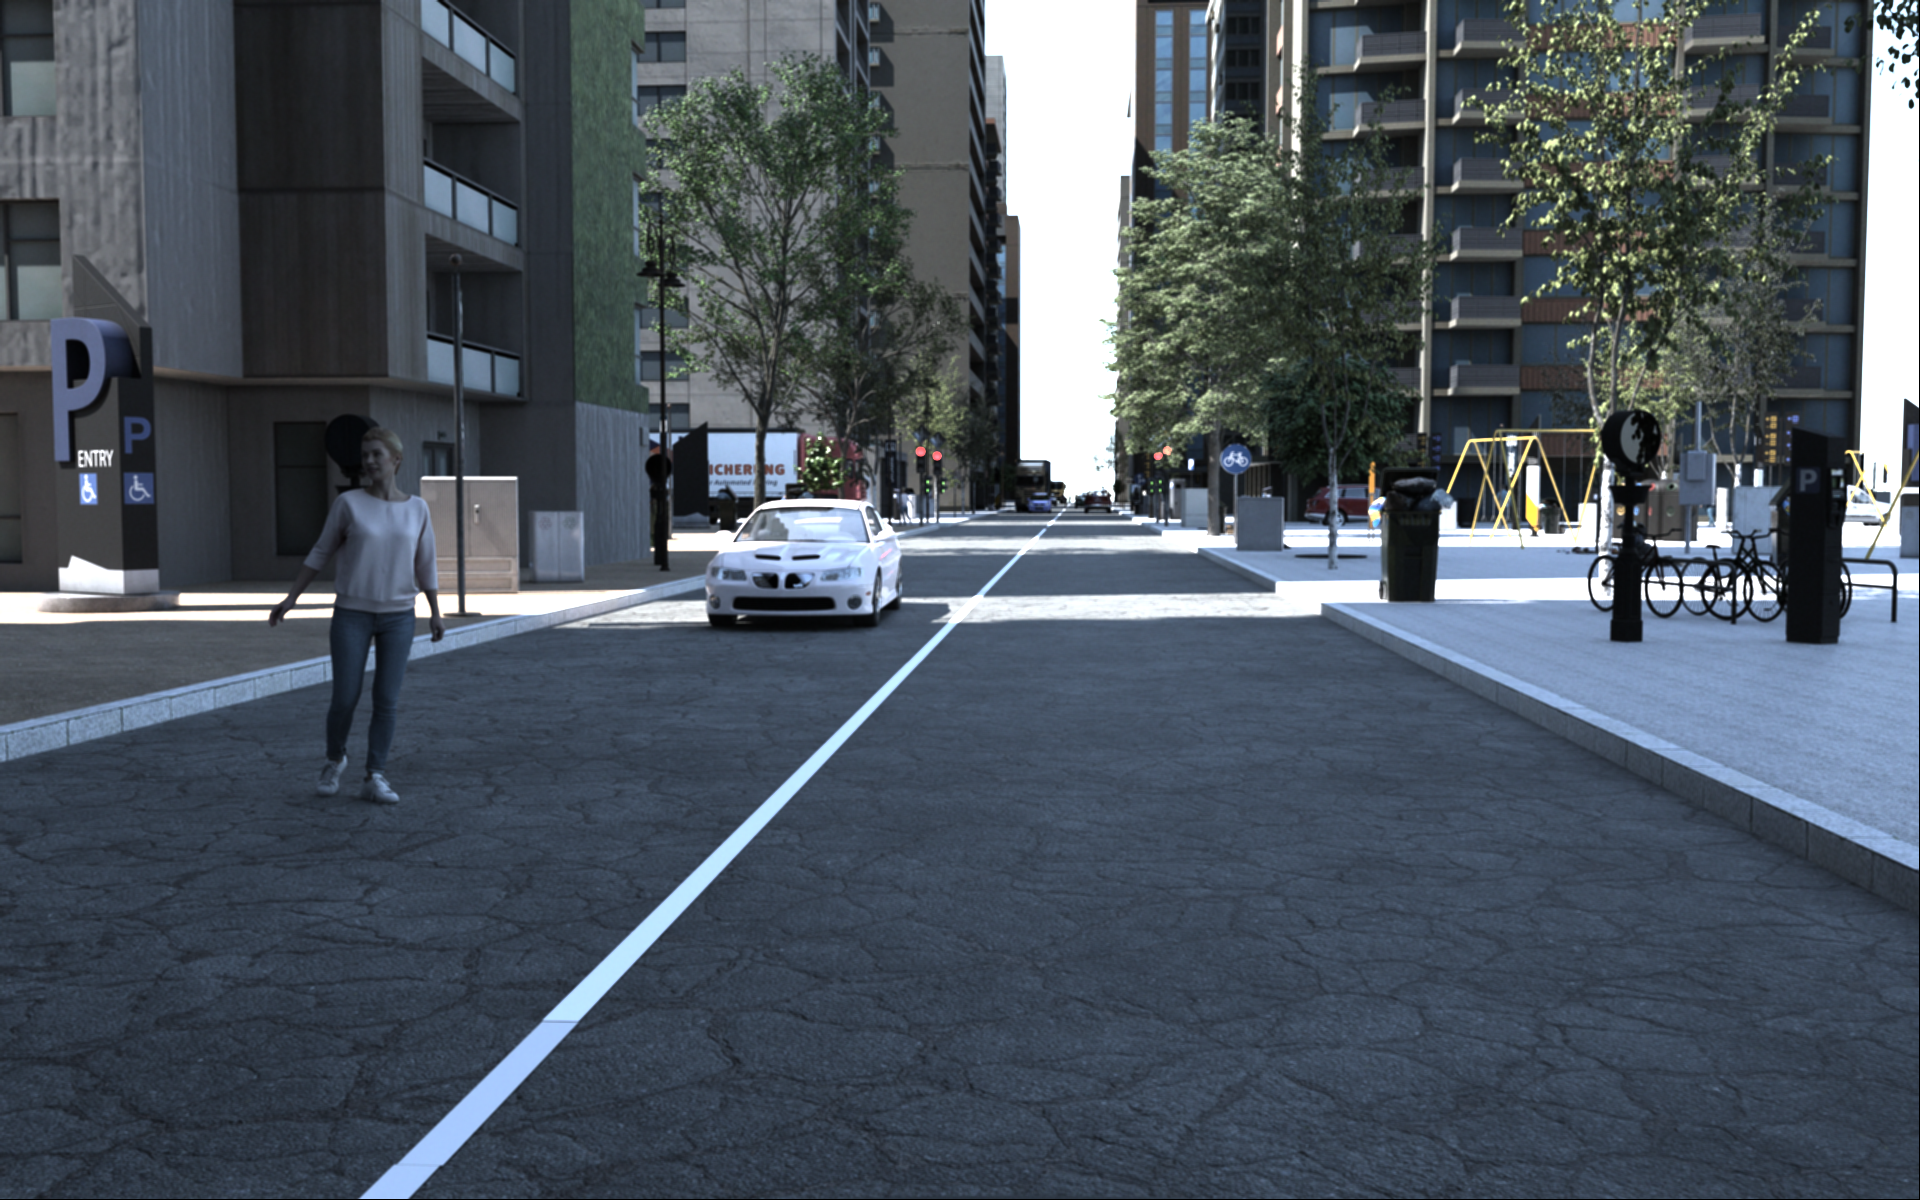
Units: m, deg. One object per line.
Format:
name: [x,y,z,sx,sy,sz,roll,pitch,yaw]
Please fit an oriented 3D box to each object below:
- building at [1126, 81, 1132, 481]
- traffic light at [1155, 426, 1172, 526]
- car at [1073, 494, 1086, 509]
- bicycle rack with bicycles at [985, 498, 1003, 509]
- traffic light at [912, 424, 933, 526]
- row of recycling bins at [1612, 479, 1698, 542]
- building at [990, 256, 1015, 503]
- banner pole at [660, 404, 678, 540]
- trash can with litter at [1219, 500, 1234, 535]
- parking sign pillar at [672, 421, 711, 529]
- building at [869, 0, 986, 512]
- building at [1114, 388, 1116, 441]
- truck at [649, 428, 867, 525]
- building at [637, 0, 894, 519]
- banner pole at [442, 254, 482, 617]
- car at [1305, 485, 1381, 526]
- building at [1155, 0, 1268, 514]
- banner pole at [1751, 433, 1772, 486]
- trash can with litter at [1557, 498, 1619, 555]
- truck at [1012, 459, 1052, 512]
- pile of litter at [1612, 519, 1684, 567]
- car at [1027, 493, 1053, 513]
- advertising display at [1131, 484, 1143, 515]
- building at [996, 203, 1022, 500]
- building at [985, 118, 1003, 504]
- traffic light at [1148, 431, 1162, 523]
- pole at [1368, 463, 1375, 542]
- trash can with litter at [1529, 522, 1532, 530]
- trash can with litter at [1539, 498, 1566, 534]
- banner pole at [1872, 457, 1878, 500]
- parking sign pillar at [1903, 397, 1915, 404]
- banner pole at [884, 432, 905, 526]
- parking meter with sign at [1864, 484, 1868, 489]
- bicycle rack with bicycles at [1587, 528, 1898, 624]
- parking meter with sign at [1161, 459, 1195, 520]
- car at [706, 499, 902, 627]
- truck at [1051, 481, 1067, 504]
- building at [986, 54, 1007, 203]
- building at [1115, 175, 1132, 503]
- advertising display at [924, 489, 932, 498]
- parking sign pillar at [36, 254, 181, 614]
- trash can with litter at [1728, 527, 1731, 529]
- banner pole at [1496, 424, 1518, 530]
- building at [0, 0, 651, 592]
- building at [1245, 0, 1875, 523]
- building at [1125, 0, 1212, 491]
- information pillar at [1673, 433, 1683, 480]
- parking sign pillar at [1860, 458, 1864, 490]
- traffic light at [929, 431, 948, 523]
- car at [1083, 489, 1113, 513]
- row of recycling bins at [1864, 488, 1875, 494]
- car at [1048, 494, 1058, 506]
building: [34.796,-37.978,210.174,28.713,52.752,27.495,0,4,4]
traffic light: [8.205,-4.890,68.876,0.839,4.253,0.868,0,4,4]
car: [12.270,-9.754,171.272,2.131,1.459,4.920,0,4,4]
bicycle rack with bicycles: [2.667,-8.220,147.786,2.852,0.926,2.925,0,4,2]
traffic light: [-1.534,-4.930,69.531,0.839,4.253,0.868,0,4,4]
row of recycling bins: [19.300,-2.506,48.080,1.069,1.692,3.534,0,4,-8]
building: [-7.112,-34.183,250.769,32.217,40.220,23.993,0,4,4]
banner pole: [-8.212,-3.574,48.456,0.401,3.779,0.863,-2,4,-35]
trash can with litter: [8.467,-2.683,55.254,1.055,1.170,0.624,2,4,34]
parking sign pillar: [-9.994,-4.638,64.302,1.447,3.967,1.447,0,4,-1]
building: [-9.276,-31.032,131.070,21.300,48.544,21.600,0,4,4]
building: [38.605,-26.280,274.708,27.650,21.520,28.899,0,4,4]
truck: [-9.039,-5.223,74.311,11.283,4.237,2.839,0,4,3]
building: [-13.646,-40.355,98.048,20.563,71.187,20.611,0,4,4]
banner pole: [-5.297,-1.735,18.381,0.401,3.779,0.863,-1,4,-11]
car: [16.930,-3.840,71.452,5.304,1.827,2.281,0,4,6]
building: [29.242,-25.783,113.430,32.217,40.220,23.993,0,4,4]
banner pole: [28.791,-4.405,62.036,0.863,3.779,0.401,0,4,6]
trash can with litter: [13.798,-1.614,37.448,1.678,1.210,2.233,-1,4,-13]
truck: [6.005,-9.347,141.733,2.839,4.237,11.283,0,4,6]
pile of litter: [12.351,-1.062,31.329,1.176,0.858,1.719,0,4,-6]
car: [6.013,-7.387,130.370,1.945,1.707,3.694,0,4,4]
advertising display: [10.961,-6.249,107.384,0.123,1.923,0.974,-3,4,-37]
building: [2.425,-37.893,269.663,14.600,45.320,14.200,0,4,4]
building: [-6.521,-33.279,198.735,22.147,44.769,28.867,0,4,4]
traffic light: [8.756,-5.377,76.843,0.839,4.253,0.868,0,4,4]
pole: [10.910,-3.182,45.863,0.158,3.312,0.155,0,3,0]
trash can with litter: [20.509,-3.064,61.490,0.624,1.170,1.055,1,4,16]
trash can with litter: [18.833,-2.668,55.001,0.624,1.170,1.055,3,5,41]
banner pole: [61.567,-7.741,116.589,0.401,3.779,0.863,0,4,8]
parking sign pillar: [26.988,-3.659,48.303,1.447,3.967,1.447,0,4,-1]
banner pole: [-2.642,-4.896,70.059,0.863,3.779,0.401,0,4,3]
parking meter with sign: [68.498,-8.270,131.471,0.543,3.016,1.738,-3,4,-37]
bicycle rack with bicycles: [8.250,-0.276,17.889,2.852,0.926,2.925,-1,4,-8]
parking meter with sign: [10.756,-5.479,85.847,1.738,3.016,0.543,-1,4,-22]
car: [-1.727,-0.484,20.276,2.083,1.381,4.827,0,4,3]
truck: [13.863,-15.622,251.341,3.469,3.379,9.791,0,4,5]
building: [-0.351,-51.959,287.773,20.563,71.187,20.611,0,4,4]
building: [33.287,-38.217,248.556,21.300,48.544,21.600,0,4,4]
advertising display: [-2.113,-6.683,114.487,0.123,1.923,0.974,2,4,28]
parking sign pillar: [-9.469,-1.877,19.158,1.447,3.967,1.447,2,4,34]
trash can with litter: [28.734,-3.255,64.279,2.233,1.210,1.678,-3,4,-38]
banner pole: [19.549,-4.397,61.905,0.863,3.779,0.401,3,5,44]
building: [-13.755,-21.039,27.583,14.154,41.232,14.086,0,4,4]
building: [28.206,-26.387,86.053,28.867,44.769,22.147,0,4,4]
building: [20.946,-30.021,140.955,14.600,45.320,14.200,0,4,4]
information pillar: [27.673,-4.614,66.786,0.183,3.616,0.504,-1,4,-8]
parking sign pillar: [48.597,-6.473,94.306,1.447,3.967,1.447,0,4,-5]
traffic light: [-0.984,-5.418,77.497,0.839,4.253,0.868,0,4,4]
car: [10.380,-7.451,130.503,2.281,1.827,5.304,0,4,4]
row of recycling bins: [62.855,-7.087,122.984,3.534,1.692,1.069,2,4,25]
car: [10.534,-11.877,203.975,2.009,1.686,4.222,0,4,2]
